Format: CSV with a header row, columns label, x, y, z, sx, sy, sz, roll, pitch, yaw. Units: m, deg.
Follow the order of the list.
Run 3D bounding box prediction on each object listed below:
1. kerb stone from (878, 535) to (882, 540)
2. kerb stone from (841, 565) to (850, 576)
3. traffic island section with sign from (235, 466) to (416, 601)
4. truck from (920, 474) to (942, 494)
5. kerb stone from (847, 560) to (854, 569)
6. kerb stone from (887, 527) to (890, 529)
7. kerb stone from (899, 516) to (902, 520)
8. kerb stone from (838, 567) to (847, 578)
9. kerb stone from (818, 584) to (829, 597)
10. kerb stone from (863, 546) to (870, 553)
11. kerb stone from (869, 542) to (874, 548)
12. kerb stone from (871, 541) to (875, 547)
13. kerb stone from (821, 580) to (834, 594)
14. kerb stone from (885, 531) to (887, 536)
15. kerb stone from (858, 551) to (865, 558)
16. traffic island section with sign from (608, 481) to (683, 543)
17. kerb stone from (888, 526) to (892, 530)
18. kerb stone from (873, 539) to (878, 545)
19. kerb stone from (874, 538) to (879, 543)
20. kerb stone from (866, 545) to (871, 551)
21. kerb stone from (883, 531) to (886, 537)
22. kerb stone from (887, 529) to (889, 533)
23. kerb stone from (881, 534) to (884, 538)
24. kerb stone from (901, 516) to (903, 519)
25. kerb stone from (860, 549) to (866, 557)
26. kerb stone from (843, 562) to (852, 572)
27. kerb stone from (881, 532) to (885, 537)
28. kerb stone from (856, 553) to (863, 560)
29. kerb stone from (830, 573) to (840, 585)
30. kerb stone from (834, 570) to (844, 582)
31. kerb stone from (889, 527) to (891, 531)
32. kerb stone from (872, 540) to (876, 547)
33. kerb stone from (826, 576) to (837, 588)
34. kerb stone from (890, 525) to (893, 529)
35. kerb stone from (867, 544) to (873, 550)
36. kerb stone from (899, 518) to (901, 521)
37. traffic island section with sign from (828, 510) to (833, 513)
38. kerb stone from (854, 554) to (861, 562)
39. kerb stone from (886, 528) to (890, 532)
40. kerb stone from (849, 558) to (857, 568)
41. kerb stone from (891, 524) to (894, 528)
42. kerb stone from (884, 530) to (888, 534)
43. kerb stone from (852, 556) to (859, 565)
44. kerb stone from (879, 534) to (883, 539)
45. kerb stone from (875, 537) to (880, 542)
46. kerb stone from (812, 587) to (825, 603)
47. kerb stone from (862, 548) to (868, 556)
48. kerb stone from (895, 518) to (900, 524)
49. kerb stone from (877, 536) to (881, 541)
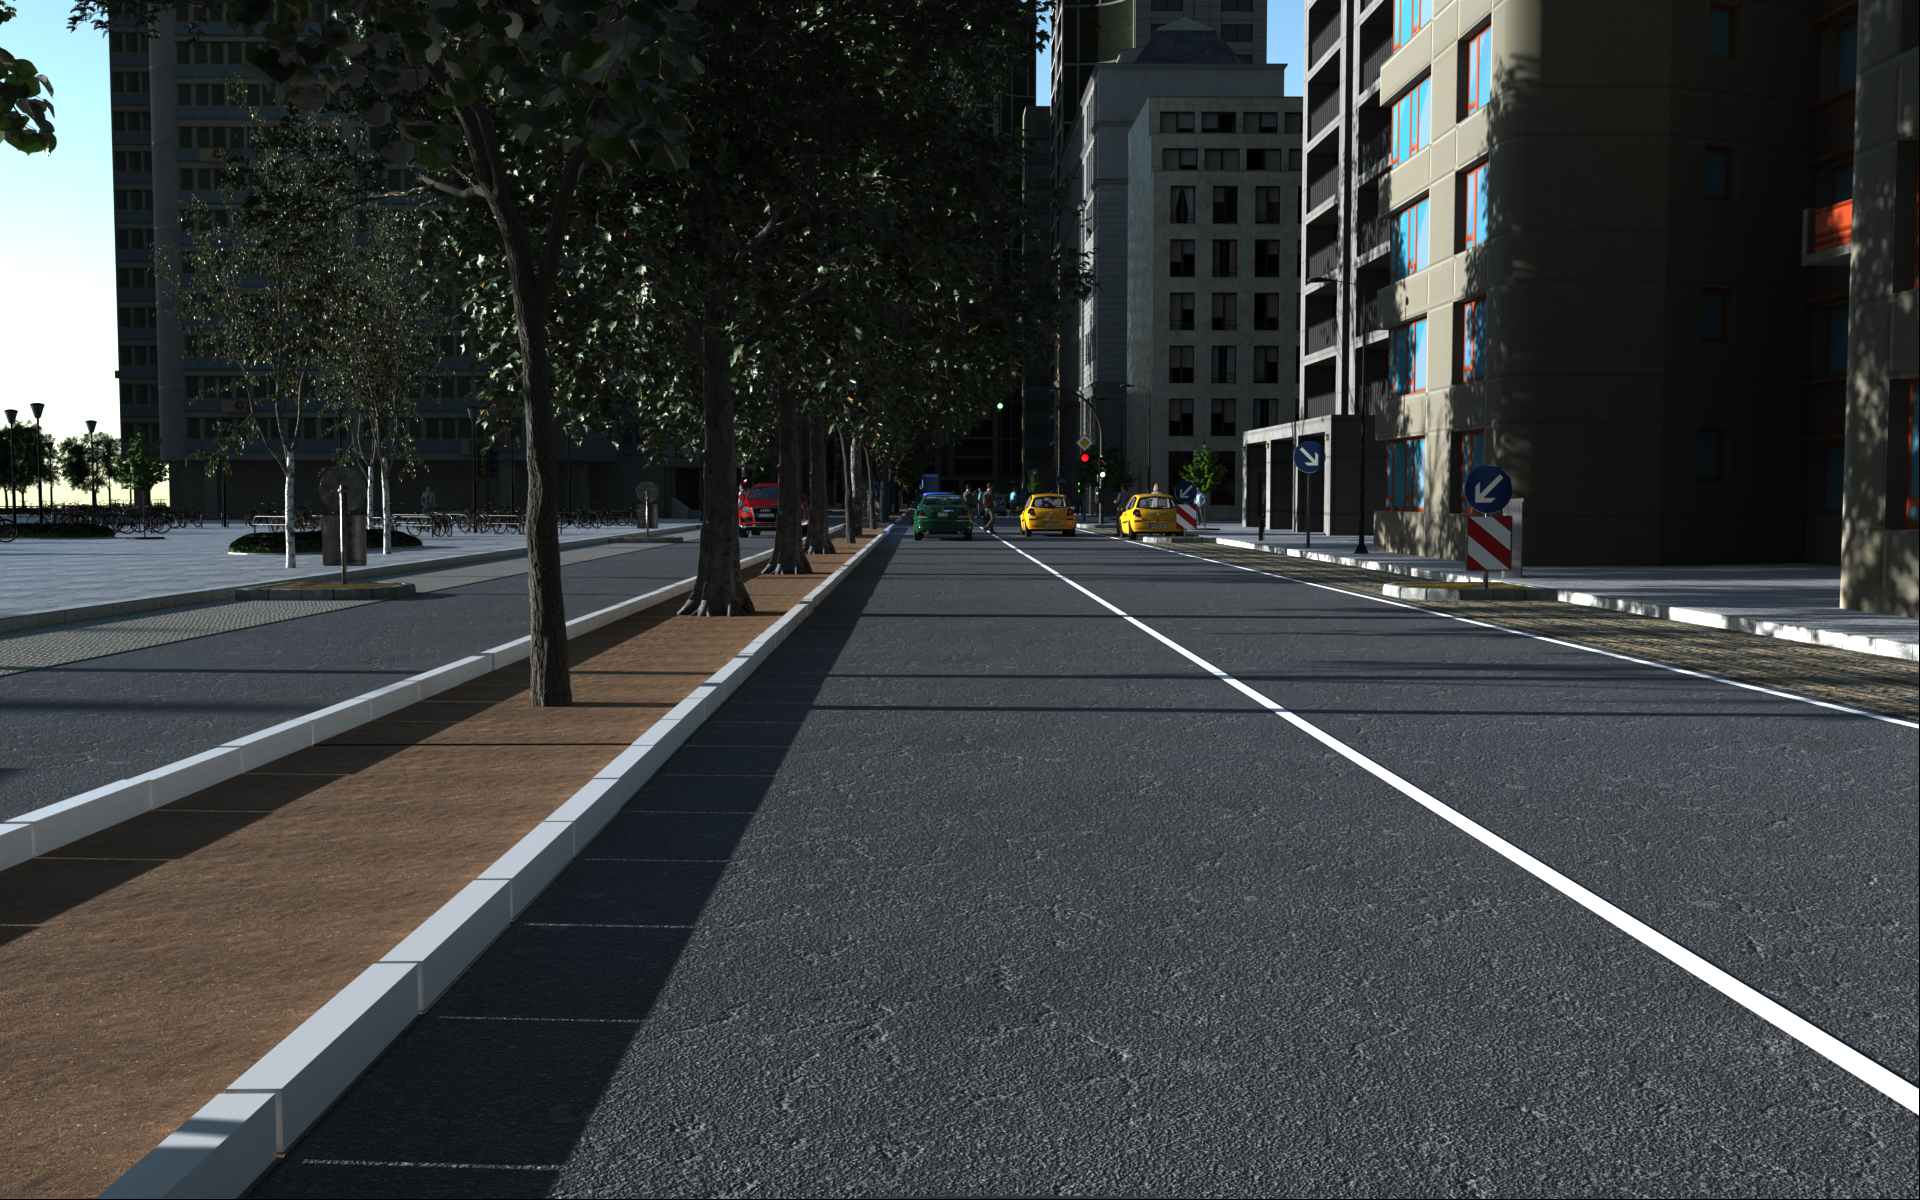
label,x,y,z,sx,sy,sz,roll,pitch,yaw
kerb stone,-2.426,-1.722,50.348,0.120,0.150,1.000,0,4,-1
kerb stone,-2.022,-0.464,29.845,0.120,0.150,1.000,0,4,-1
traffic island section with sign,-8.721,-0.946,24.102,1.989,1.847,2.006,0,4,-1
truck,-3.751,-14.291,223.423,2.967,4.110,18.799,0,4,-1
kerb stone,-2.073,-0.592,31.888,0.120,0.150,1.000,0,4,-1
kerb stone,-2.644,-2.410,61.631,0.120,0.150,1.000,0,4,-1
kerb stone,-3.182,-4.135,89.851,0.120,0.150,1.000,0,4,-1
kerb stone,-2.006,-0.405,28.816,0.120,0.150,1.000,0,4,-1
kerb stone,-1.913,-0.089,23.695,0.120,0.150,1.000,0,4,-1
kerb stone,-2.224,-1.094,40.097,0.120,0.150,1.000,0,4,-1
kerb stone,-2.282,-1.283,43.166,0.120,0.150,1.000,0,4,-1
kerb stone,-2.301,-1.346,44.199,0.120,0.150,1.000,0,4,-1
kerb stone,-1.926,-0.154,24.717,0.120,0.150,1.000,0,4,-1
kerb stone,-2.540,-2.096,56.505,0.120,0.150,1.000,0,4,-1
kerb stone,-2.169,-0.906,37.008,0.120,0.150,1.000,0,4,-1
traffic island section with sign,-9.236,-2.598,51.108,1.989,1.847,2.006,0,4,-1
kerb stone,-2.681,-2.537,63.675,0.120,0.150,1.000,0,4,-1
kerb stone,-2.341,-1.465,46.243,0.120,0.150,1.000,0,4,-1
kerb stone,-2.357,-1.533,47.265,0.120,0.150,1.000,0,4,-1
kerb stone,-2.248,-1.157,41.119,0.120,0.150,1.000,0,4,-1
kerb stone,-2.519,-2.032,55.482,0.120,0.150,1.000,0,4,-1
kerb stone,-2.590,-2.285,59.573,0.120,0.150,1.000,0,4,-1
kerb stone,-2.458,-1.846,52.403,0.120,0.150,1.000,0,4,-1
kerb stone,-3.205,-4.200,90.873,0.120,0.150,1.000,0,4,-1
kerb stone,-2.190,-0.968,38.030,0.120,0.150,1.000,0,4,-1
kerb stone,-2.046,-0.530,30.866,0.120,0.150,1.000,0,4,-1
kerb stone,-2.506,-1.973,54.453,0.120,0.150,1.000,0,4,-1
kerb stone,-2.152,-0.836,35.987,0.120,0.150,1.000,0,4,-1
kerb stone,-1.973,-0.279,26.760,0.120,0.150,1.000,0,4,-1
kerb stone,-1.991,-0.340,27.782,0.120,0.150,1.000,0,4,-1
kerb stone,-2.655,-2.474,62.653,0.120,0.150,1.000,0,4,-1
kerb stone,-2.322,-1.402,45.221,0.120,0.150,1.000,0,4,-1
kerb stone,-1.946,-0.215,25.739,0.120,0.150,1.000,0,4,-1
kerb stone,-2.715,-2.662,65.724,0.120,0.150,1.000,0,4,-1
kerb stone,-2.259,-1.220,42.144,0.120,0.150,1.000,0,4,-1
kerb stone,-3.088,-3.825,84.733,0.120,0.150,1.000,0,4,-1
traffic island section with sign,-10.831,-7.641,133.555,1.989,1.847,2.006,0,4,-1
kerb stone,-2.124,-0.780,34.965,0.120,0.150,1.000,0,4,-1
kerb stone,-2.624,-2.346,60.610,0.120,0.150,1.000,0,4,-1
kerb stone,-2.093,-0.655,32.913,0.120,0.150,1.000,0,4,-1
kerb stone,-2.762,-2.787,67.769,0.120,0.150,1.000,0,4,-1
kerb stone,-2.562,-2.160,57.527,0.120,0.150,1.000,0,4,-1
kerb stone,-2.111,-0.718,33.935,0.120,0.150,1.000,0,4,-1
kerb stone,-2.445,-1.784,51.370,0.120,0.150,1.000,0,4,-1
kerb stone,-2.382,-1.596,48.290,0.120,0.150,1.000,0,4,-1
kerb stone,-1.891,-0.028,22.661,0.120,0.150,1.000,0,4,-1
kerb stone,-2.200,-1.031,39.060,0.120,0.150,1.000,0,4,-1
kerb stone,-3.047,-3.699,82.678,0.120,0.150,1.000,0,4,-1
kerb stone,-2.400,-1.655,49.326,0.120,0.150,1.000,0,4,-1
